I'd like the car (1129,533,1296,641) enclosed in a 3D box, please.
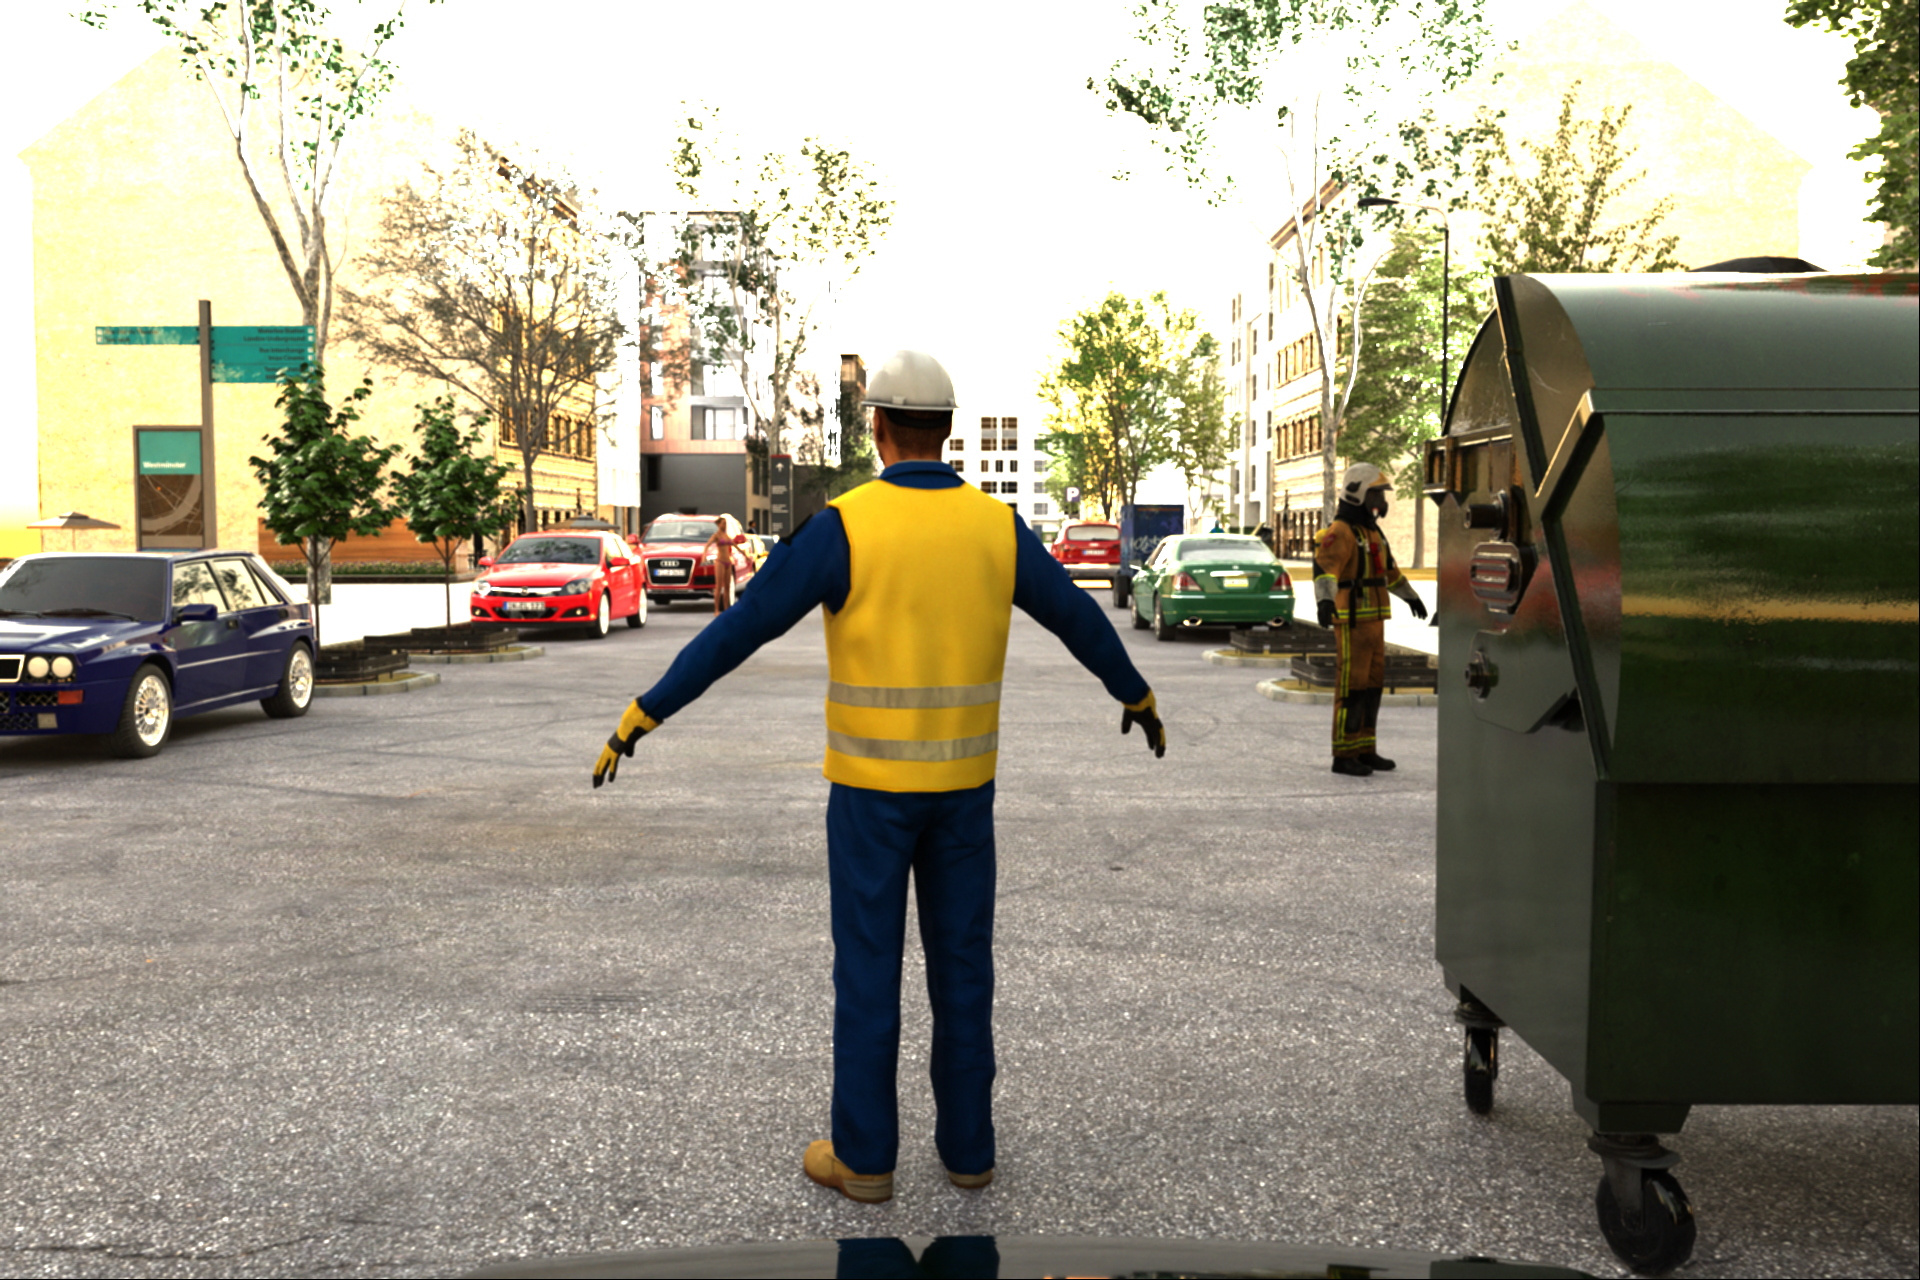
[{"bbox_3d":[3.531,-0.787,24.661,2.131,1.459,4.920,0,4,-1],"label":"car"}]

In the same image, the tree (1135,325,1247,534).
[{"bbox_3d":[8.202,-6.738,60.530,4.737,8.622,4.395,0,3,0],"label":"tree"}]

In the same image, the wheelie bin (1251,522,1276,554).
[{"bbox_3d":[7.668,-2.209,44.026,0.693,1.594,0.980,0,4,0],"label":"wheelie bin"}]

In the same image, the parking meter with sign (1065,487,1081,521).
[{"bbox_3d":[4.161,-4.111,63.482,0.543,3.016,1.738,0,4,1],"label":"parking meter with sign"}]

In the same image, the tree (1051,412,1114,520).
[{"bbox_3d":[7.752,-9.281,102.105,4.360,8.622,3.978,0,3,0],"label":"tree"}]

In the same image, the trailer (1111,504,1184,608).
[{"bbox_3d":[3.739,-1.679,34.502,1.471,1.999,3.904,0,3,0],"label":"trailer"}]

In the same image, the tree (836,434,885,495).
[{"bbox_3d":[-7.151,-10.587,123.454,4.737,8.622,4.395,0,3,0],"label":"tree"}]

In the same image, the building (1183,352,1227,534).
[{"bbox_3d":[28.249,-19.664,177.919,16.016,20.090,11.380,0,4,1],"label":"building"}]

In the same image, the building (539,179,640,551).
[{"bbox_3d":[-24.881,-14.516,93.759,16.016,20.090,11.380,0,4,1],"label":"building"}]

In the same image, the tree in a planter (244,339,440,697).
[{"bbox_3d":[-5.999,-1.154,16.084,1.991,3.239,1.994,0,4,1],"label":"tree in a planter"}]

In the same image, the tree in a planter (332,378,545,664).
[{"bbox_3d":[-5.941,-1.394,20.018,1.991,3.239,1.994,0,4,2],"label":"tree in a planter"}]

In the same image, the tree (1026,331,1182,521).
[{"bbox_3d":[7.394,-9.883,87.341,9.928,11.665,9.643,0,3,0],"label":"tree"}]

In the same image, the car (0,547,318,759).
[{"bbox_3d":[-6.019,0.018,12.280,1.945,1.354,3.894,0,4,0],"label":"car"}]

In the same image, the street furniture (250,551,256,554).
[{"bbox_3d":[-29.835,-2.777,61.035,10.072,0.657,5.734,0,4,-7],"label":"street furniture"}]

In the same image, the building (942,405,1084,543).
[{"bbox_3d":[0.921,-22.957,244.261,31.486,18.905,16.747,0,4,-1],"label":"building"}]

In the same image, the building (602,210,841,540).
[{"bbox_3d":[-23.897,-17.250,126.012,27.936,21.610,32.646,0,4,1],"label":"building"}]

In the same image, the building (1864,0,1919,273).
[{"bbox_3d":[26.491,-14.052,27.021,12.463,27.353,25.104,0,4,0],"label":"building"}]

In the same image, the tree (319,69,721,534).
[{"bbox_3d":[-11.546,-8.310,46.245,12.009,13.543,11.850,0,3,0],"label":"tree"}]

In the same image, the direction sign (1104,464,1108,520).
[{"bbox_3d":[4.733,-3.925,56.165,0.379,3.537,0.876,0,4,-1],"label":"direction sign"}]

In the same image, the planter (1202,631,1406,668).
[{"bbox_3d":[3.776,0.099,19.529,1.991,0.319,1.994,0,3,0],"label":"planter"}]

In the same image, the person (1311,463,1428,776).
[{"bbox_3d":[2.426,-0.133,10.398,0.705,1.858,1.354,3,4,38],"label":"person"}]

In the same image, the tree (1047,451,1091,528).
[{"bbox_3d":[8.540,-11.314,135.341,4.737,8.622,4.395,0,3,0],"label":"tree"}]

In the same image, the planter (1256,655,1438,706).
[{"bbox_3d":[3.690,0.352,15.382,1.991,0.319,1.994,0,4,0],"label":"planter"}]

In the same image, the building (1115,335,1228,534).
[{"bbox_3d":[27.970,-22.616,200.705,19.493,23.208,18.063,0,4,1],"label":"building"}]

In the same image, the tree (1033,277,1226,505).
[{"bbox_3d":[6.771,-8.769,69.123,9.928,11.665,9.643,0,3,0],"label":"tree"}]

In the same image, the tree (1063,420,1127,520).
[{"bbox_3d":[8.122,-9.654,108.199,4.737,8.622,4.395,0,3,0],"label":"tree"}]

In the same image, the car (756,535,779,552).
[{"bbox_3d":[-5.565,-2.115,46.584,2.014,1.417,4.499,0,4,1],"label":"car"}]

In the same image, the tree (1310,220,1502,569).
[{"bbox_3d":[16.839,-8.900,63.644,7.486,12.596,7.792,0,3,0],"label":"tree"}]

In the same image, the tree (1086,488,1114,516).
[{"bbox_3d":[20.128,-17.920,243.352,4.360,8.622,3.978,0,3,0],"label":"tree"}]

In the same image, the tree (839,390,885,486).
[{"bbox_3d":[-7.466,-14.527,147.892,12.009,13.543,11.850,0,3,0],"label":"tree"}]

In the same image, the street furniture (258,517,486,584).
[{"bbox_3d":[-17.595,-2.460,47.069,9.812,1.723,11.010,0,4,-6],"label":"street furniture"}]

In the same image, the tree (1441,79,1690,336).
[{"bbox_3d":[10.008,-4.822,29.205,4.737,8.622,4.395,0,3,0],"label":"tree"}]

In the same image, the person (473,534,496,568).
[{"bbox_3d":[-18.237,-3.635,65.651,0.704,1.802,1.346,3,5,40],"label":"person"}]

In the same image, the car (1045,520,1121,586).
[{"bbox_3d":[3.451,-2.329,46.748,2.281,1.827,5.304,0,4,1],"label":"car"}]

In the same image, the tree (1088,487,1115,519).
[{"bbox_3d":[19.803,-17.569,237.619,4.360,8.622,3.978,0,3,0],"label":"tree"}]

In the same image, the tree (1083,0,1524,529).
[{"bbox_3d":[8.414,-11.568,45.024,12.611,20.169,13.585,0,3,0],"label":"tree"}]

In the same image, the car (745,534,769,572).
[{"bbox_3d":[-5.463,-1.889,41.111,2.015,1.641,3.980,0,4,1],"label":"car"}]

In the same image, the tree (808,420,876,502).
[{"bbox_3d":[-7.688,-9.348,103.209,4.360,8.622,3.978,0,3,0],"label":"tree"}]

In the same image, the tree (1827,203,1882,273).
[{"bbox_3d":[29.073,-8.544,50.061,12.009,13.543,11.850,0,3,0],"label":"tree"}]

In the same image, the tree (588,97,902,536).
[{"bbox_3d":[-9.594,-13.512,76.811,12.611,20.169,13.585,0,3,0],"label":"tree"}]

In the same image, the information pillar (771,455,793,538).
[{"bbox_3d":[-5.846,-4.126,56.842,0.750,3.857,0.750,0,4,2],"label":"information pillar"}]

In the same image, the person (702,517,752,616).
[{"bbox_3d":[-4.071,-1.276,30.123,0.721,1.733,1.217,2,4,35],"label":"person"}]

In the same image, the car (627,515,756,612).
[{"bbox_3d":[-5.210,-1.533,33.733,2.281,1.827,5.304,0,4,0],"label":"car"}]

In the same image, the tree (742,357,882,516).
[{"bbox_3d":[-7.918,-9.643,92.078,8.767,10.594,7.601,1,4,18],"label":"tree"}]

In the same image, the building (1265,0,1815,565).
[{"bbox_3d":[25.381,-15.257,80.376,19.493,23.208,18.063,0,4,0],"label":"building"}]

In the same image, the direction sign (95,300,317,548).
[{"bbox_3d":[-8.602,-1.936,20.416,2.525,3.948,1.411,0,4,1],"label":"direction sign"}]

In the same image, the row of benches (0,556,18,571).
[{"bbox_3d":[-26.844,-2.003,48.219,1.422,0.672,4.104,2,4,26],"label":"row of benches"}]

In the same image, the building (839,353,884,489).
[{"bbox_3d":[-21.694,-22.523,212.230,27.936,21.610,32.646,0,4,1],"label":"building"}]

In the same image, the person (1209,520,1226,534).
[{"bbox_3d":[9.863,-3.702,66.656,1.347,1.817,0.704,-1,4,-18],"label":"person"}]

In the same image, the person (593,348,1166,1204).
[{"bbox_3d":[-0.115,0.282,3.817,1.349,1.833,0.705,-1,4,-21],"label":"person"}]

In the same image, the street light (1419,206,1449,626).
[{"bbox_3d":[7.245,-3.146,23.979,1.470,5.913,1.316,0,4,1],"label":"street light"}]

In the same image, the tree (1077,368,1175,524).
[{"bbox_3d":[7.016,-7.680,75.925,4.737,8.622,4.395,0,3,0],"label":"tree"}]

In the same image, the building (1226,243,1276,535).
[{"bbox_3d":[26.809,-14.615,105.409,16.747,18.905,31.486,0,4,1],"label":"building"}]

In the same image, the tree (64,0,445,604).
[{"bbox_3d":[-13.049,-10.674,30.403,12.611,20.169,13.585,0,3,0],"label":"tree"}]

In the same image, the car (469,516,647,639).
[{"bbox_3d":[-5.739,-0.979,25.046,2.155,1.783,4.494,0,4,1],"label":"car"}]

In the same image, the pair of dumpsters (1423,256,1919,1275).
[{"bbox_3d":[3.331,0.068,3.833,4.436,2.255,1.574,0,4,0],"label":"pair of dumpsters"}]

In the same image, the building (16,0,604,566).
[{"bbox_3d":[-27.675,-15.115,78.056,19.493,23.208,18.063,0,4,1],"label":"building"}]

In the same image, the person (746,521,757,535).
[{"bbox_3d":[-7.105,-3.252,59.898,0.721,1.740,1.216,1,4,21],"label":"person"}]

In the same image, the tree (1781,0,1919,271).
[{"bbox_3d":[9.533,-5.746,12.068,7.486,12.596,7.792,0,3,0],"label":"tree"}]

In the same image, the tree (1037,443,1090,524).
[{"bbox_3d":[7.402,-10.662,124.693,4.737,8.622,4.395,0,3,0],"label":"tree"}]
